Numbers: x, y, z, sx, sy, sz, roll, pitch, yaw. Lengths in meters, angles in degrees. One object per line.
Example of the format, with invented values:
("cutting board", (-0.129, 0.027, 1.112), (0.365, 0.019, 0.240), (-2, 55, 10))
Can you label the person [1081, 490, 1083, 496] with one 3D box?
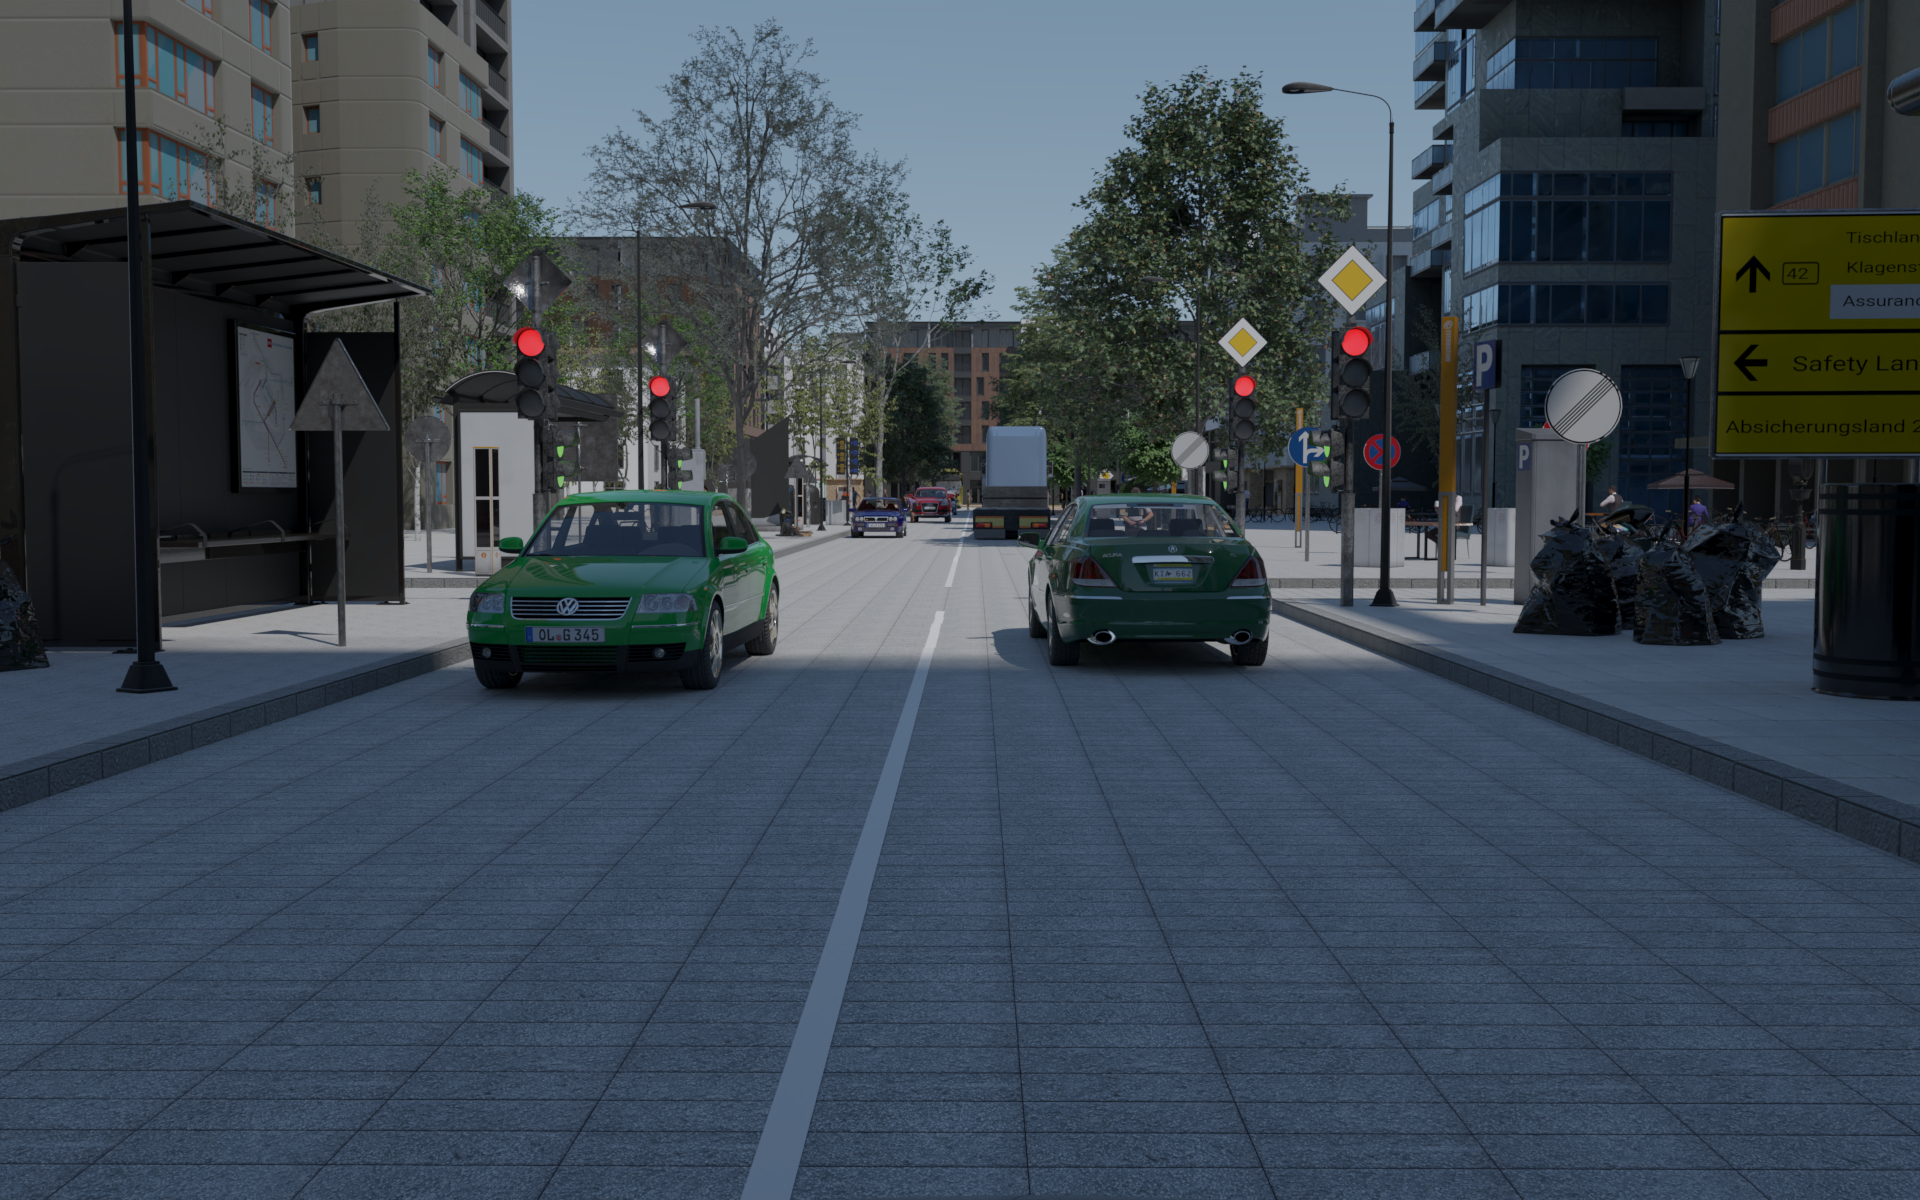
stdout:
("person", (9.687, -8.265, 141.042), (0.599, 1.838, 0.709), (1, 4, 11))

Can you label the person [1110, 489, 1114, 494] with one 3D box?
("person", (14.846, -9.964, 169.676), (1.217, 1.735, 0.721), (3, 4, 37))

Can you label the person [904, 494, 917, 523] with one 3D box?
("person", (-2.455, -4.515, 85.546), (0.697, 1.427, 0.421), (-2, 4, -29))

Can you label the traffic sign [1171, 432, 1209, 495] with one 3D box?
("traffic sign", (4.698, -2.162, 35.455), (0.768, 2.556, 0.104), (0, 4, 8))

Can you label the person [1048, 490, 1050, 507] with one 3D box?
("person", (8.942, -10.441, 176.763), (0.705, 1.824, 1.348), (-1, 4, -17))

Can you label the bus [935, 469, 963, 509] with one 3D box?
("bus", (-1.078, -10.909, 169.915), (2.896, 3.916, 12.252), (0, 4, 1))

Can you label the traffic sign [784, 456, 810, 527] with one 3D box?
("traffic sign", (-5.491, -3.569, 58.362), (0.884, 2.594, 0.081), (0, 4, 4))

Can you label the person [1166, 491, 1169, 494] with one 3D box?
("person", (12.789, -6.104, 106.557), (0.721, 1.735, 1.217), (-2, 4, -26))

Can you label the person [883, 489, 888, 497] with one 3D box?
("person", (-7.469, -10.238, 173.992), (0.434, 1.755, 0.990), (-2, 4, -24))

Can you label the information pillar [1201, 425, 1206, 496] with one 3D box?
("information pillar", (7.224, -3.725, 52.263), (0.183, 3.616, 0.504), (-2, 4, -32))

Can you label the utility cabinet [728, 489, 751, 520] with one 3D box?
("utility cabinet", (-8.824, -3.718, 69.462), (1.173, 1.500, 0.318), (3, 4, 39))

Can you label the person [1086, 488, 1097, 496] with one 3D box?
("person", (10.205, -7.760, 133.646), (1.217, 1.736, 0.721), (1, 4, 21))

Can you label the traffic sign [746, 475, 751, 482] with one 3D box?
("traffic sign", (-8.839, -4.509, 73.827), (0.768, 2.556, 0.104), (0, 4, 6))

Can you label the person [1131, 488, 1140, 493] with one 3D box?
("person", (3.357, -1.355, 32.867), (0.614, 1.554, 0.590), (1, 4, 16))

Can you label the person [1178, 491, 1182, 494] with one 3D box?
("person", (16.985, -7.795, 133.507), (0.705, 1.822, 1.348), (2, 4, 24))

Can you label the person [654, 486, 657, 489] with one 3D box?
("person", (-17.518, -5.685, 99.711), (0.841, 1.734, 0.376), (-1, 4, -19))

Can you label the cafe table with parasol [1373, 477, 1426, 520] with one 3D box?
("cafe table with parasol", (17.679, -3.970, 69.773), (2.610, 1.966, 2.610), (-2, 4, -27))

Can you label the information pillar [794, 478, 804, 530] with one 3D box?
("information pillar", (-5.782, -3.522, 62.071), (0.304, 2.012, 0.304), (-1, 4, -13))

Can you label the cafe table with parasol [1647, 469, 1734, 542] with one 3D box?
("cafe table with parasol", (19.709, -2.565, 46.803), (2.610, 1.966, 2.610), (-1, 4, -20))

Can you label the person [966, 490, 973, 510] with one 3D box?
("person", (0.783, -9.031, 156.158), (0.705, 1.824, 1.348), (-1, 4, -21))

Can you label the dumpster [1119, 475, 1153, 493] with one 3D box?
("dumpster", (7.366, -4.196, 71.101), (1.502, 2.255, 1.985), (0, 4, 0))

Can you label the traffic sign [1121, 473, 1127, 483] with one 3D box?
("traffic sign", (9.443, -5.958, 97.516), (0.768, 2.556, 0.104), (1, 4, 8))

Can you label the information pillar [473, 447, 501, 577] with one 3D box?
("information pillar", (-7.346, -1.371, 26.913), (0.304, 2.012, 0.304), (1, 4, 10))

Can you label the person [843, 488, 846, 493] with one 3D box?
("person", (-10.518, -9.330, 158.592), (0.705, 1.823, 1.348), (0, 4, 5))

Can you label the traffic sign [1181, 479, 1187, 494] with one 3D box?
("traffic sign", (8.914, -4.178, 68.421), (0.768, 2.556, 0.104), (0, 4, 3))

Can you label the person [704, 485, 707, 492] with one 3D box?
("person", (-15.847, -6.188, 107.218), (0.705, 1.824, 1.348), (-1, 4, -9))

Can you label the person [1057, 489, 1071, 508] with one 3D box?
("person", (9.429, -9.286, 157.967), (1.348, 1.812, 0.705), (0, 4, -2))

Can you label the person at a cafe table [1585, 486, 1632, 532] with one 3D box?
("person at a cafe table", (18.443, -2.516, 49.657), (1.698, 1.524, 1.622), (-2, 4, -31))

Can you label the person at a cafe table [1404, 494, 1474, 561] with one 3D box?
("person at a cafe table", (9.325, -1.559, 34.011), (1.622, 1.524, 1.698), (-2, 4, -27))

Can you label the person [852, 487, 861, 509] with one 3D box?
("person", (-7.793, -7.351, 126.313), (1.350, 1.814, 0.705), (1, 4, 23))

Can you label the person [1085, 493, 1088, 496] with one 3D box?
("person", (12.521, -9.919, 168.737), (1.217, 1.766, 0.721), (-3, 4, -38))

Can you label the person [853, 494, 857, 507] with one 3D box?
("person", (-10.669, -10.298, 175.339), (0.541, 1.710, 0.530), (2, 4, 33))

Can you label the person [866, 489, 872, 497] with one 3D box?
("person", (-8.323, -9.290, 158.601), (0.551, 1.740, 0.621), (-2, 4, -29))

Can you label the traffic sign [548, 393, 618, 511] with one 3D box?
("traffic sign", (-8.049, -2.529, 35.225), (2.265, 3.308, 0.079), (1, 4, 9))

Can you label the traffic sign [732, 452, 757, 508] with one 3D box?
("traffic sign", (-6.476, -3.170, 51.934), (0.768, 2.556, 0.104), (1, 4, 8))

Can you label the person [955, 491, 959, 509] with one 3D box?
("person", (-0.400, -9.231, 159.949), (0.721, 1.766, 1.217), (0, 4, -5))

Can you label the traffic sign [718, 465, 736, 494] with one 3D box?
("traffic sign", (-8.071, -3.541, 60.032), (0.606, 2.300, 0.079), (0, 4, 5))

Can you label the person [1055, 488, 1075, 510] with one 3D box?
("person", (6.376, -6.022, 104.514), (1.348, 1.822, 0.705), (0, 4, 2))

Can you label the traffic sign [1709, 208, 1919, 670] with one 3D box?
("traffic sign", (6.550, -1.136, 12.455), (2.265, 3.308, 0.079), (0, 4, 5))

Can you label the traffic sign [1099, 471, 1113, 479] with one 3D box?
("traffic sign", (7.323, -5.331, 86.893), (0.795, 2.593, 0.064), (0, 4, 3))

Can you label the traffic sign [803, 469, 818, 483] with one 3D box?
("traffic sign", (-7.456, -5.226, 85.448), (0.884, 2.594, 0.081), (0, 4, 4))

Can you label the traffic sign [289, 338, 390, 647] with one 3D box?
("traffic sign", (-5.200, -0.887, 14.505), (0.884, 2.594, 0.081), (0, 4, 8))

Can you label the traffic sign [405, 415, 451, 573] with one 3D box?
("traffic sign", (-8.629, -1.712, 28.098), (0.768, 2.556, 0.104), (0, 4, 2))

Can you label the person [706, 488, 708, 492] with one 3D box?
("person", (-17.911, -7.023, 121.556), (0.721, 1.739, 1.217), (1, 4, 15))

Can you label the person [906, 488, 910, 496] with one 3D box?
("person", (-4.681, -9.298, 158.074), (1.348, 1.824, 0.705), (-1, 4, -8))

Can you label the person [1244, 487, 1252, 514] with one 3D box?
("person", (17.145, -5.935, 104.018), (0.756, 1.711, 0.436), (-1, 4, -23))

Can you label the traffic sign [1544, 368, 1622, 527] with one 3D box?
("traffic sign", (6.333, -1.075, 17.687), (0.768, 2.556, 0.104), (0, 4, 5))
